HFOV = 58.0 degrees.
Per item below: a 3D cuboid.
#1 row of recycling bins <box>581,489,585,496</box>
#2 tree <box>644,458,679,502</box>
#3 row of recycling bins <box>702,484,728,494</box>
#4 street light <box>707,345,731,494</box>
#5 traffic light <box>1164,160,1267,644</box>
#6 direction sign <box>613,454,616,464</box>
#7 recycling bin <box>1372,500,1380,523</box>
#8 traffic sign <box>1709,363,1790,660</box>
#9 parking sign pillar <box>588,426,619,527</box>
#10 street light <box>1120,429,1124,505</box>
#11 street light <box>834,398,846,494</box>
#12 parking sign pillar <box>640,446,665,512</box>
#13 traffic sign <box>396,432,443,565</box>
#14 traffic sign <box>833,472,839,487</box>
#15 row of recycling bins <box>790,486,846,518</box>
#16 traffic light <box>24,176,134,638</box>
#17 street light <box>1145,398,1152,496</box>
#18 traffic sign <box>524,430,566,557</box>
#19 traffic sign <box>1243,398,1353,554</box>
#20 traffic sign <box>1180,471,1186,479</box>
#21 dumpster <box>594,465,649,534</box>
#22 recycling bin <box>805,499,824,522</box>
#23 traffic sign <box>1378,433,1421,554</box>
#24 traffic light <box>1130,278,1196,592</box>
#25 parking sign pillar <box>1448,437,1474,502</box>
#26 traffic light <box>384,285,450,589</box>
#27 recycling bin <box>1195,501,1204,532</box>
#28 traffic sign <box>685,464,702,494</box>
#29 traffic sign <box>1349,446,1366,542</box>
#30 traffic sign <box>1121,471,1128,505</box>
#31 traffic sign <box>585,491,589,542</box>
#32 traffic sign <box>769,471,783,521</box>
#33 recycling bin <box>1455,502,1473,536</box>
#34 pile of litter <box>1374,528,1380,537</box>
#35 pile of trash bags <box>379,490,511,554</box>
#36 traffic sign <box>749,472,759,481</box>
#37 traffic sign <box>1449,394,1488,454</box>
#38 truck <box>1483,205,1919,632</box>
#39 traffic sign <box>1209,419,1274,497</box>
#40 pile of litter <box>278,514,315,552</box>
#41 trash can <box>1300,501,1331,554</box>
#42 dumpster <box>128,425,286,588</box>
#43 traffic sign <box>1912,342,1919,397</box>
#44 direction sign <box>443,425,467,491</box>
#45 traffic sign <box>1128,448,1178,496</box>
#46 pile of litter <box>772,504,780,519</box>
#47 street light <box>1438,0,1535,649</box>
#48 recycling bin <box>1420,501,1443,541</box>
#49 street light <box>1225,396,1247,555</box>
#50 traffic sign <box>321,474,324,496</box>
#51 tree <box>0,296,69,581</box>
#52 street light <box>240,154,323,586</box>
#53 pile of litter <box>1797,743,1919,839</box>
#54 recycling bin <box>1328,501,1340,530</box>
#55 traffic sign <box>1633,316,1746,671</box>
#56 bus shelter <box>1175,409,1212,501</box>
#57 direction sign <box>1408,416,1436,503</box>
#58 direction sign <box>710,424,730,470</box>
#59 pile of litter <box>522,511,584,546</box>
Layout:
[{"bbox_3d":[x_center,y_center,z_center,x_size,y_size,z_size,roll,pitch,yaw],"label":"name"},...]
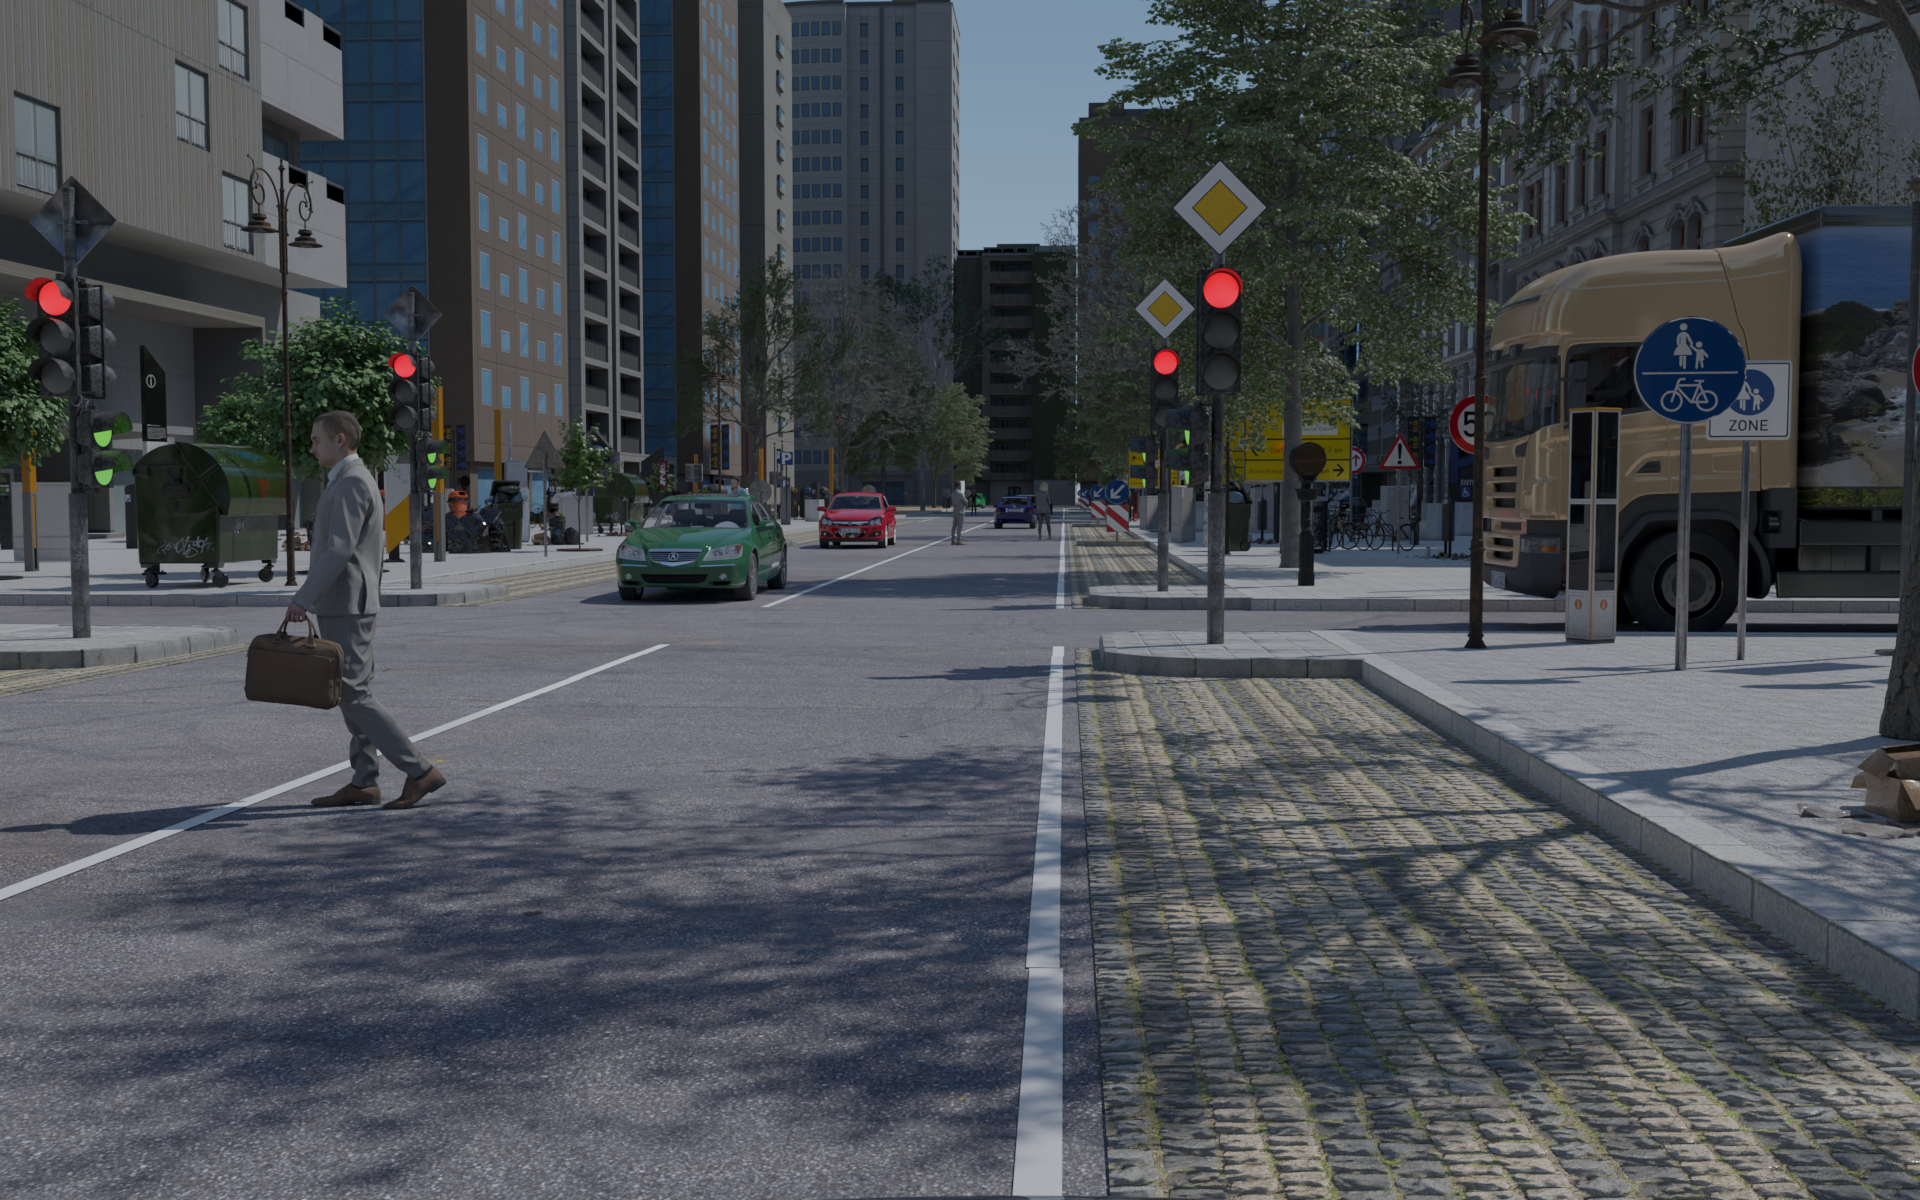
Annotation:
[{"bbox_3d":[-16.222,-4.447,79.828,1.069,1.692,3.534,1,4,22],"label":"row of recycling bins"},{"bbox_3d":[-15.843,-5.939,91.711,1.663,3.219,1.824,0,3,0],"label":"tree"},{"bbox_3d":[-10.176,-3.979,72.174,1.069,1.692,3.534,-1,4,-12],"label":"row of recycling bins"},{"bbox_3d":[-7.492,-4.962,53.919,0.468,5.910,1.993,0,4,3],"label":"street light"},{"bbox_3d":[2.174,-1.580,14.750,0.839,4.253,0.868,0,4,3],"label":"traffic light"},{"bbox_3d":[-19.682,-6.497,98.217,0.379,3.537,0.876,1,4,14],"label":"direction sign"},{"bbox_3d":[17.738,-3.673,72.600,0.722,1.027,0.722,0,4,-8],"label":"recycling bin"},{"bbox_3d":[6.037,-0.685,13.324,0.606,2.300,0.079,1,4,9],"label":"traffic sign"},{"bbox_3d":[-14.282,-4.900,68.583,1.447,3.967,1.447,3,5,43],"label":"parking sign pillar"},{"bbox_3d":[9.075,-7.568,96.531,0.468,5.910,1.993,0,4,3],"label":"street light"},{"bbox_3d":[-5.785,-6.772,83.505,0.468,5.910,1.993,0,4,3],"label":"street light"},{"bbox_3d":[-17.282,-6.653,97.241,1.447,3.967,1.447,-1,4,-22],"label":"parking sign pillar"},{"bbox_3d":[-9.523,-1.864,30.484,0.884,2.594,0.081,1,4,10],"label":"traffic sign"},{"bbox_3d":[-6.959,-6.016,98.467,0.768,2.556,0.104,0,4,5],"label":"traffic sign"},{"bbox_3d":[-7.945,-5.332,94.287,3.534,1.692,1.069,-1,4,-19],"label":"row of recycling bins"},{"bbox_3d":[-7.820,-1.616,15.336,0.839,4.253,0.868,0,4,3],"label":"traffic light"},{"bbox_3d":[7.397,-5.759,66.943,0.468,5.910,1.993,0,4,3],"label":"street light"},{"bbox_3d":[-8.490,-2.167,35.427,0.884,2.594,0.081,1,4,8],"label":"traffic sign"},{"bbox_3d":[7.164,-2.625,36.796,2.265,3.308,0.079,1,4,11],"label":"traffic sign"},{"bbox_3d":[6.669,-2.949,50.342,0.606,2.300,0.079,1,4,8],"label":"traffic sign"},{"bbox_3d":[-11.200,-3.335,57.026,1.502,2.255,1.985,0,4,3],"label":"dumpster"},{"bbox_3d":[-6.765,-4.161,80.581,0.722,1.027,0.722,1,4,15],"label":"recycling bin"},{"bbox_3d":[9.389,-2.265,37.035,0.884,2.594,0.081,0,4,8],"label":"traffic sign"},{"bbox_3d":[2.656,-2.067,22.721,0.839,4.253,0.868,0,4,3],"label":"traffic light"},{"bbox_3d":[17.227,-4.291,58.634,1.447,3.967,1.447,3,5,45],"label":"parking sign pillar"},{"bbox_3d":[-7.338,-2.103,23.307,0.839,4.253,0.868,0,4,3],"label":"traffic light"},{"bbox_3d":[8.371,-2.872,59.510,0.722,1.027,0.722,0,4,6],"label":"recycling bin"},{"bbox_3d":[-9.002,-3.453,58.579,0.606,2.300,0.079,1,4,13],"label":"traffic sign"},{"bbox_3d":[10.461,-2.828,46.336,0.768,2.556,0.104,0,4,6],"label":"traffic sign"},{"bbox_3d":[9.090,-5.775,94.424,0.884,2.594,0.081,0,4,6],"label":"traffic sign"},{"bbox_3d":[-10.034,-2.840,46.539,0.768,2.556,0.104,1,4,12],"label":"traffic sign"},{"bbox_3d":[-8.272,-4.630,77.834,0.606,2.300,0.079,0,4,6],"label":"traffic sign"},{"bbox_3d":[15.679,-2.503,53.484,0.722,1.027,0.722,0,4,-1],"label":"recycling bin"},{"bbox_3d":[13.052,-2.346,52.319,1.719,0.858,1.176,0,4,-4],"label":"pile of litter"},{"bbox_3d":[-11.659,-1.755,38.440,3.447,1.369,1.912,2,4,24],"label":"pile of trash bags"},{"bbox_3d":[-9.431,-4.747,79.743,0.606,2.300,0.079,0,4,7],"label":"traffic sign"},{"bbox_3d":[6.614,-1.347,22.123,0.768,2.556,0.104,0,4,6],"label":"traffic sign"},{"bbox_3d":[10.628,-1.778,17.980,11.283,4.237,2.839,0,4,2],"label":"truck"},{"bbox_3d":[7.899,-3.256,47.110,2.265,3.308,0.079,0,4,4],"label":"traffic sign"},{"bbox_3d":[-14.851,-1.552,39.334,1.176,0.858,1.719,3,5,41],"label":"pile of litter"},{"bbox_3d":[7.642,-1.577,37.445,0.748,1.137,0.748,0,3,0],"label":"trash can"},{"bbox_3d":[-10.529,-1.335,24.323,1.502,2.255,1.985,0,4,3],"label":"dumpster"},{"bbox_3d":[7.093,-0.742,12.233,0.768,2.556,0.104,1,4,10],"label":"traffic sign"},{"bbox_3d":[-16.558,-3.962,56.776,0.876,3.537,0.379,1,4,17],"label":"direction sign"},{"bbox_3d":[8.625,-5.103,77.305,2.265,3.308,0.079,1,4,11],"label":"traffic sign"},{"bbox_3d":[-9.501,-4.603,89.226,1.176,0.858,1.719,-1,4,-11],"label":"pile of litter"},{"bbox_3d":[4.297,-2.536,14.258,0.468,5.910,1.993,0,4,3],"label":"street light"},{"bbox_3d":[13.145,-2.175,48.109,0.722,1.027,0.722,-1,4,-12],"label":"recycling bin"},{"bbox_3d":[5.648,-3.895,36.471,0.468,5.910,1.993,0,4,3],"label":"street light"},{"bbox_3d":[-12.109,-2.013,32.908,0.884,2.594,0.081,1,4,11],"label":"traffic sign"},{"bbox_3d":[-14.903,-2.582,25.936,4.285,4.588,4.351,0,3,0],"label":"tree"},{"bbox_3d":[-9.349,-3.134,24.034,0.468,5.910,1.993,0,4,3],"label":"street light"},{"bbox_3d":[4.143,0.434,6.864,1.719,0.858,1.176,0,3,0],"label":"pile of litter"},{"bbox_3d":[13.053,-2.998,61.573,0.722,1.027,0.722,0,4,-3],"label":"recycling bin"},{"bbox_3d":[5.243,-0.760,12.525,0.768,2.556,0.104,1,4,9],"label":"traffic sign"},{"bbox_3d":[9.824,-5.669,70.316,2.179,5.291,8.768,0,4,4],"label":"bus shelter"},{"bbox_3d":[13.466,-3.583,50.584,0.876,3.537,0.379,-1,4,-14],"label":"direction sign"},{"bbox_3d":[-7.807,-3.937,56.371,0.876,3.537,0.379,3,5,40],"label":"direction sign"},{"bbox_3d":[-10.286,-1.814,43.627,1.719,0.858,1.176,-1,4,-22],"label":"pile of litter"}]
